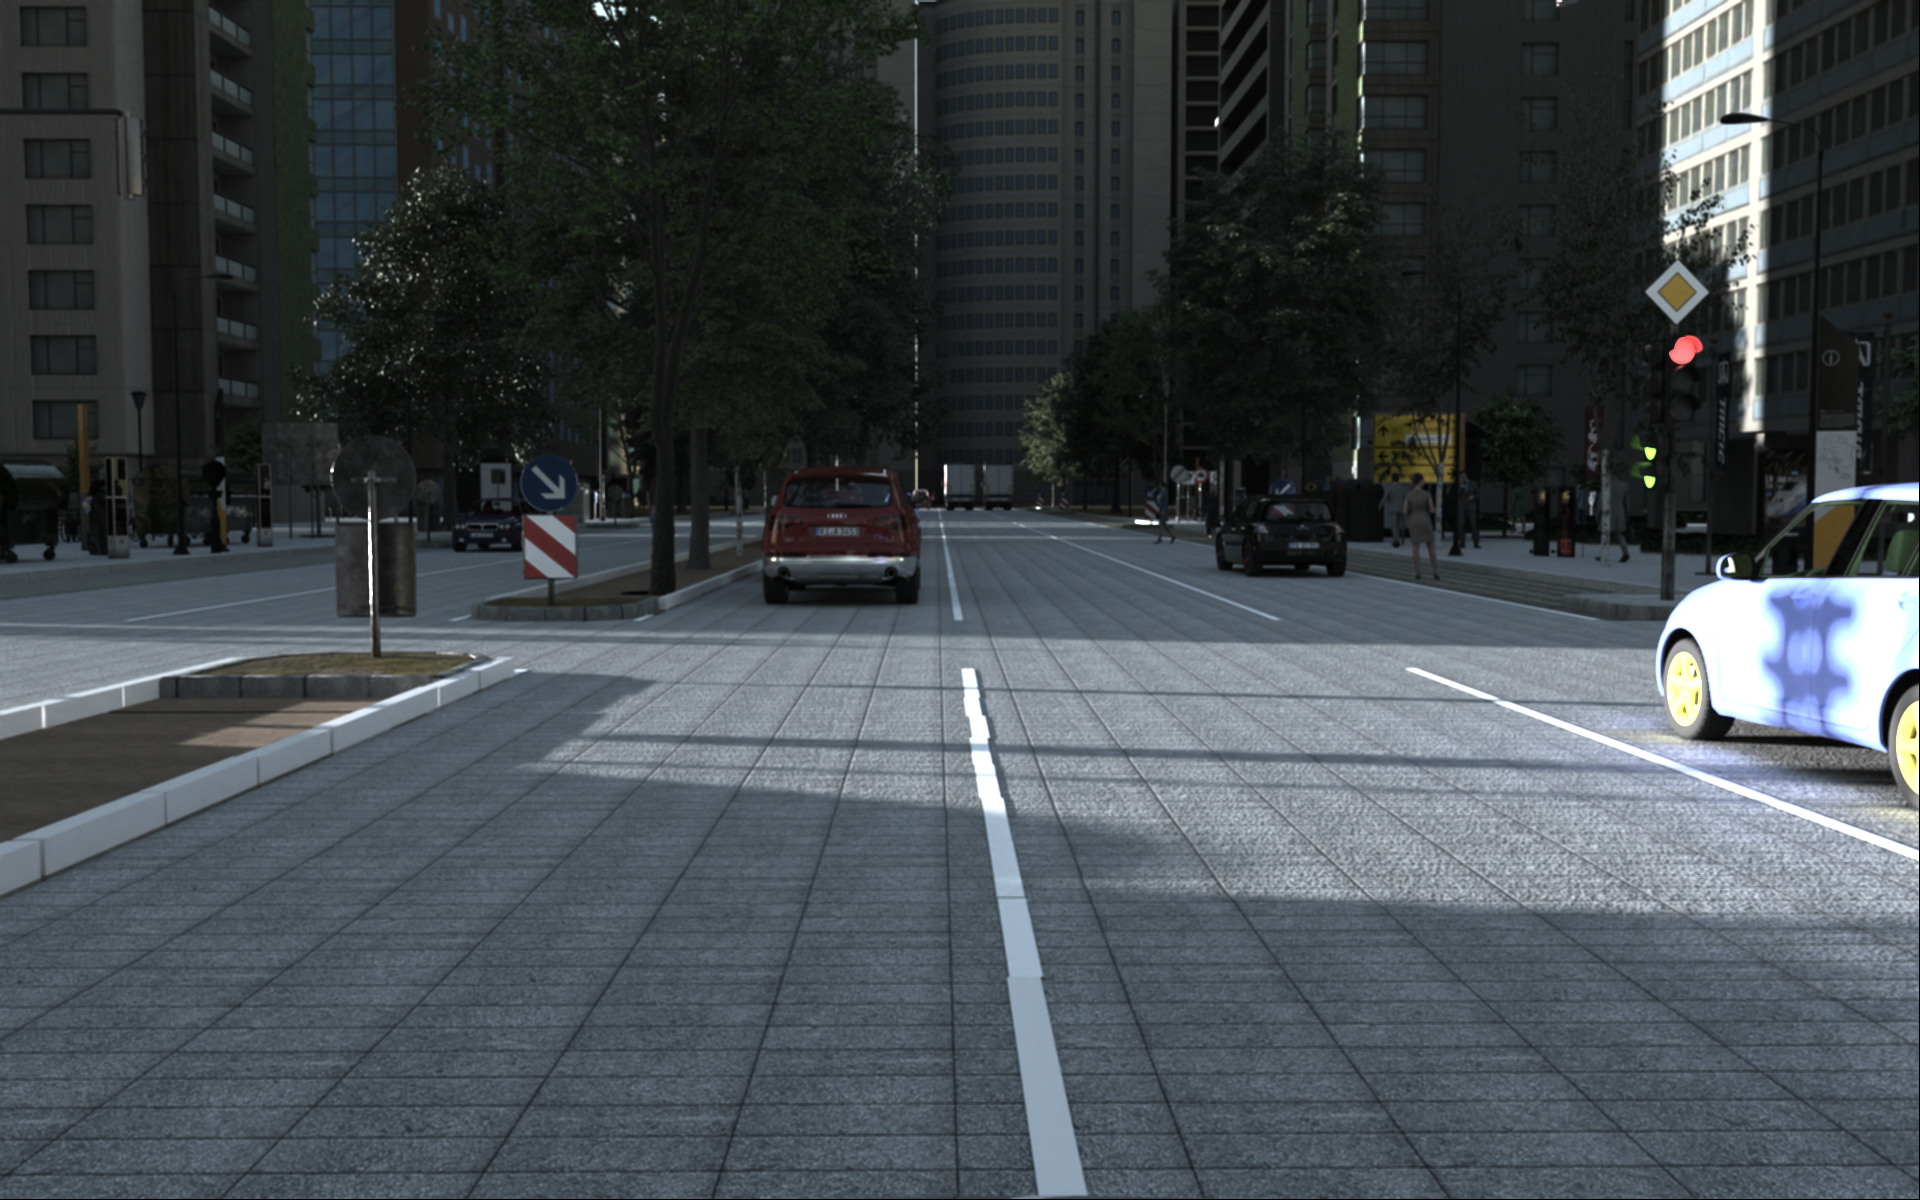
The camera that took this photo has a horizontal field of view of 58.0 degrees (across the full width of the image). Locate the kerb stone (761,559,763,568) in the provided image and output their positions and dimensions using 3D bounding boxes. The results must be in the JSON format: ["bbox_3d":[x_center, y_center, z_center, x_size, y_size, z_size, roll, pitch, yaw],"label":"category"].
[{"bbox_3d":[-3.835,-0.667,33.096,0.120,0.150,1.000,0,4,-1],"label":"kerb stone"}]

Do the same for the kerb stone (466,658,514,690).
[{"bbox_3d":[-3.555,0.557,13.095,0.120,0.150,1.000,0,4,-1],"label":"kerb stone"}]

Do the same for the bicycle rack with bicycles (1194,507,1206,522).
[{"bbox_3d":[12.021,-4.053,79.643,2.925,0.926,2.852,0,4,-1],"label":"bicycle rack with bicycles"}]

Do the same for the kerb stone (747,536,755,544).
[{"bbox_3d":[-6.175,-1.733,50.528,0.120,0.150,1.000,0,4,-1],"label":"kerb stone"}]

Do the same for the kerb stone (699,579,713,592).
[{"bbox_3d":[-3.719,-0.165,24.896,0.120,0.150,1.000,0,4,-1],"label":"kerb stone"}]

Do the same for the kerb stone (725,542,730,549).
[{"bbox_3d":[-6.086,-1.357,44.378,0.120,0.150,1.000,0,4,-1],"label":"kerb stone"}]

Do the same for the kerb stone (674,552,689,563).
[{"bbox_3d":[-5.983,-0.913,37.166,0.120,0.150,1.000,0,4,-1],"label":"kerb stone"}]

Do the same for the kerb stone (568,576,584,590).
[{"bbox_3d":[-5.831,-0.224,25.905,0.120,0.150,1.000,0,4,-1],"label":"kerb stone"}]

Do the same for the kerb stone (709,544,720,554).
[{"bbox_3d":[-6.059,-1.231,42.324,0.120,0.150,1.000,0,4,-1],"label":"kerb stone"}]

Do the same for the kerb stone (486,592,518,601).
[{"bbox_3d":[-5.778,0.024,21.800,0.120,0.150,1.000,0,4,-1],"label":"kerb stone"}]

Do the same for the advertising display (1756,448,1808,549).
[{"bbox_3d":[11.657,-1.176,24.434,0.974,1.923,0.123,-1,4,-20],"label":"advertising display"}]

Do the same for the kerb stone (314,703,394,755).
[{"bbox_3d":[-3.509,0.745,10.014,0.120,0.150,1.000,0,4,-1],"label":"kerb stone"}]

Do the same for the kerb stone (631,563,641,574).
[{"bbox_3d":[-5.907,-0.538,31.021,0.120,0.150,1.000,0,4,-1],"label":"kerb stone"}]

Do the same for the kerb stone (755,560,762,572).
[{"bbox_3d":[-3.818,-0.600,32.074,0.120,0.150,1.000,0,4,-1],"label":"kerb stone"}]

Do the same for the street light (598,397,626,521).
[{"bbox_3d":[-16.593,-6.736,82.676,1.470,5.913,1.316,0,4,-1],"label":"street light"}]

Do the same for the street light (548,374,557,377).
[{"bbox_3d":[-16.298,-5.790,67.205,1.470,5.913,1.316,0,4,-1],"label":"street light"}]

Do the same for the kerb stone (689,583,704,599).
[{"bbox_3d":[-3.697,-0.103,23.874,0.120,0.150,1.000,0,4,-1],"label":"kerb stone"}]

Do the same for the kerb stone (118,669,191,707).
[{"bbox_3d":[-5.642,0.620,12.052,0.120,0.150,1.000,0,4,-1],"label":"kerb stone"}]

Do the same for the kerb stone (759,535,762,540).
[{"bbox_3d":[-6.199,-1.858,52.576,0.120,0.150,1.000,0,4,-1],"label":"kerb stone"}]

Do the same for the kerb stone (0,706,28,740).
[{"bbox_3d":[-5.617,0.746,9.996,0.120,0.150,1.000,0,4,-1],"label":"kerb stone"}]

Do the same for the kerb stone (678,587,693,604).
[{"bbox_3d":[-3.686,-0.040,22.851,0.120,0.150,1.000,0,4,-1],"label":"kerb stone"}]

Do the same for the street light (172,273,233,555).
[{"bbox_3d":[-15.967,-3.914,36.529,1.470,5.913,1.316,0,4,-1],"label":"street light"}]

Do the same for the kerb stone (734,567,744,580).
[{"bbox_3d":[-3.772,-0.416,29.004,0.120,0.150,1.000,0,4,-1],"label":"kerb stone"}]

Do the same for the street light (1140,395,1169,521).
[{"bbox_3d":[9.130,-6.654,81.337,1.470,5.913,1.316,0,4,-1],"label":"street light"}]

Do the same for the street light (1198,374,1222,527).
[{"bbox_3d":[9.414,-5.758,66.679,1.470,5.913,1.316,0,4,-1],"label":"street light"}]

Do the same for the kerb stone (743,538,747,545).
[{"bbox_3d":[-6.141,-1.607,48.468,0.120,0.150,1.000,0,4,-1],"label":"kerb stone"}]

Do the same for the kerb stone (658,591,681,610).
[{"bbox_3d":[-3.681,0.023,21.827,0.120,0.150,1.000,0,4,-1],"label":"kerb stone"}]

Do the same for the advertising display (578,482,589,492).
[{"bbox_3d":[-19.692,-5.192,90.105,0.974,1.923,0.123,2,4,23],"label":"advertising display"}]

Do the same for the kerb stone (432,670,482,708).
[{"bbox_3d":[-3.545,0.628,12.073,0.120,0.150,1.000,0,4,-1],"label":"kerb stone"}]

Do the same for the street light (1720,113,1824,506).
[{"bbox_3d":[9.965,-2.981,21.285,1.470,5.913,1.316,0,4,-1],"label":"street light"}]

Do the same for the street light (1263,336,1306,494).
[{"bbox_3d":[9.606,-4.805,51.098,1.470,5.913,1.316,0,4,-1],"label":"street light"}]

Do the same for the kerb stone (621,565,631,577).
[{"bbox_3d":[-5.887,-0.477,29.999,0.120,0.150,1.000,0,4,-1],"label":"kerb stone"}]

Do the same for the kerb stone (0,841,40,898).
[{"bbox_3d":[-3.457,0.996,5.910,0.120,0.150,1.000,0,4,-1],"label":"kerb stone"}]

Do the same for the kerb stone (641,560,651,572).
[{"bbox_3d":[-5.910,-0.601,32.043,0.120,0.150,1.000,0,4,-1],"label":"kerb stone"}]

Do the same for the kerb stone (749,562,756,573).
[{"bbox_3d":[-3.809,-0.542,31.051,0.120,0.150,1.000,0,4,-1],"label":"kerb stone"}]

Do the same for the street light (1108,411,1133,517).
[{"bbox_3d":[8.897,-7.551,95.995,1.470,5.913,1.316,0,4,-1],"label":"street light"}]

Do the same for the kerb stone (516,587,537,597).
[{"bbox_3d":[-5.786,-0.038,22.826,0.120,0.150,1.000,0,4,-1],"label":"kerb stone"}]

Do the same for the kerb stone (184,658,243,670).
[{"bbox_3d":[-5.653,0.558,13.079,0.120,0.150,1.000,0,4,-1],"label":"kerb stone"}]

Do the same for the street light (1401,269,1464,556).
[{"bbox_3d":[9.797,-3.878,35.945,1.470,5.913,1.316,0,4,-1],"label":"street light"}]

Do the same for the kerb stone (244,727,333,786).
[{"bbox_3d":[-3.503,0.814,8.992,0.120,0.150,1.000,0,4,-1],"label":"kerb stone"}]

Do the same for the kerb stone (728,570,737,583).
[{"bbox_3d":[-3.758,-0.350,27.982,0.120,0.150,1.000,0,4,-1],"label":"kerb stone"}]

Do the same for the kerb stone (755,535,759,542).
[{"bbox_3d":[-6.182,-1.792,51.550,0.120,0.150,1.000,0,4,-1],"label":"kerb stone"}]

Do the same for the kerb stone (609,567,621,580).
[{"bbox_3d":[-5.868,-0.415,28.977,0.120,0.150,1.000,0,4,-1],"label":"kerb stone"}]

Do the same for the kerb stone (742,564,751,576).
[{"bbox_3d":[-3.788,-0.479,30.026,0.120,0.150,1.000,0,4,-1],"label":"kerb stone"}]

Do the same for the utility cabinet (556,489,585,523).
[{"bbox_3d":[-16.890,-4.061,75.075,1.173,1.500,0.318,0,4,3],"label":"utility cabinet"}]

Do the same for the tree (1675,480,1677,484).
[{"bbox_3d":[37.054,-5.974,92.283,1.663,3.219,1.824,0,3,0],"label":"tree"}]

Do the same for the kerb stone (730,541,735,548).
[{"bbox_3d":[-6.096,-1.419,45.401,0.120,0.150,1.000,0,4,-1],"label":"kerb stone"}]

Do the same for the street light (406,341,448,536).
[{"bbox_3d":[-16.175,-4.893,52.545,1.470,5.913,1.316,0,4,-1],"label":"street light"}]

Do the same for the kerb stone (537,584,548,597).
[{"bbox_3d":[-5.799,-0.101,23.850,0.120,0.150,1.000,0,4,-1],"label":"kerb stone"}]

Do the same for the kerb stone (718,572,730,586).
[{"bbox_3d":[-3.747,-0.291,26.956,0.120,0.150,1.000,0,4,-1],"label":"kerb stone"}]

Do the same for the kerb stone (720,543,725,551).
[{"bbox_3d":[-6.071,-1.294,43.350,0.120,0.150,1.000,0,4,-1],"label":"kerb stone"}]

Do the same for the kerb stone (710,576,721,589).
[{"bbox_3d":[-3.737,-0.226,25.927,0.120,0.150,1.000,0,4,-1],"label":"kerb stone"}]

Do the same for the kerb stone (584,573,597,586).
[{"bbox_3d":[-5.846,-0.289,26.932,0.120,0.150,1.000,0,4,-1],"label":"kerb stone"}]

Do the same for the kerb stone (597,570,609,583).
[{"bbox_3d":[-5.858,-0.348,27.955,0.120,0.150,1.000,0,4,-1],"label":"kerb stone"}]

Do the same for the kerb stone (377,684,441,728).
[{"bbox_3d":[-3.530,0.682,11.038,0.120,0.150,1.000,0,4,-1],"label":"kerb stone"}]

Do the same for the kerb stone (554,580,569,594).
[{"bbox_3d":[-5.819,-0.163,24.872,0.120,0.150,1.000,0,4,-1],"label":"kerb stone"}]

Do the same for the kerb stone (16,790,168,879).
[{"bbox_3d":[-3.472,0.933,6.946,0.120,0.150,1.000,0,4,-1],"label":"kerb stone"}]

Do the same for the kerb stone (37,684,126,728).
[{"bbox_3d":[-5.624,0.683,11.023,0.120,0.150,1.000,0,4,-1],"label":"kerb stone"}]

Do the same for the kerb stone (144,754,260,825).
[{"bbox_3d":[-3.489,0.870,7.968,0.120,0.150,1.000,0,4,-1],"label":"kerb stone"}]
